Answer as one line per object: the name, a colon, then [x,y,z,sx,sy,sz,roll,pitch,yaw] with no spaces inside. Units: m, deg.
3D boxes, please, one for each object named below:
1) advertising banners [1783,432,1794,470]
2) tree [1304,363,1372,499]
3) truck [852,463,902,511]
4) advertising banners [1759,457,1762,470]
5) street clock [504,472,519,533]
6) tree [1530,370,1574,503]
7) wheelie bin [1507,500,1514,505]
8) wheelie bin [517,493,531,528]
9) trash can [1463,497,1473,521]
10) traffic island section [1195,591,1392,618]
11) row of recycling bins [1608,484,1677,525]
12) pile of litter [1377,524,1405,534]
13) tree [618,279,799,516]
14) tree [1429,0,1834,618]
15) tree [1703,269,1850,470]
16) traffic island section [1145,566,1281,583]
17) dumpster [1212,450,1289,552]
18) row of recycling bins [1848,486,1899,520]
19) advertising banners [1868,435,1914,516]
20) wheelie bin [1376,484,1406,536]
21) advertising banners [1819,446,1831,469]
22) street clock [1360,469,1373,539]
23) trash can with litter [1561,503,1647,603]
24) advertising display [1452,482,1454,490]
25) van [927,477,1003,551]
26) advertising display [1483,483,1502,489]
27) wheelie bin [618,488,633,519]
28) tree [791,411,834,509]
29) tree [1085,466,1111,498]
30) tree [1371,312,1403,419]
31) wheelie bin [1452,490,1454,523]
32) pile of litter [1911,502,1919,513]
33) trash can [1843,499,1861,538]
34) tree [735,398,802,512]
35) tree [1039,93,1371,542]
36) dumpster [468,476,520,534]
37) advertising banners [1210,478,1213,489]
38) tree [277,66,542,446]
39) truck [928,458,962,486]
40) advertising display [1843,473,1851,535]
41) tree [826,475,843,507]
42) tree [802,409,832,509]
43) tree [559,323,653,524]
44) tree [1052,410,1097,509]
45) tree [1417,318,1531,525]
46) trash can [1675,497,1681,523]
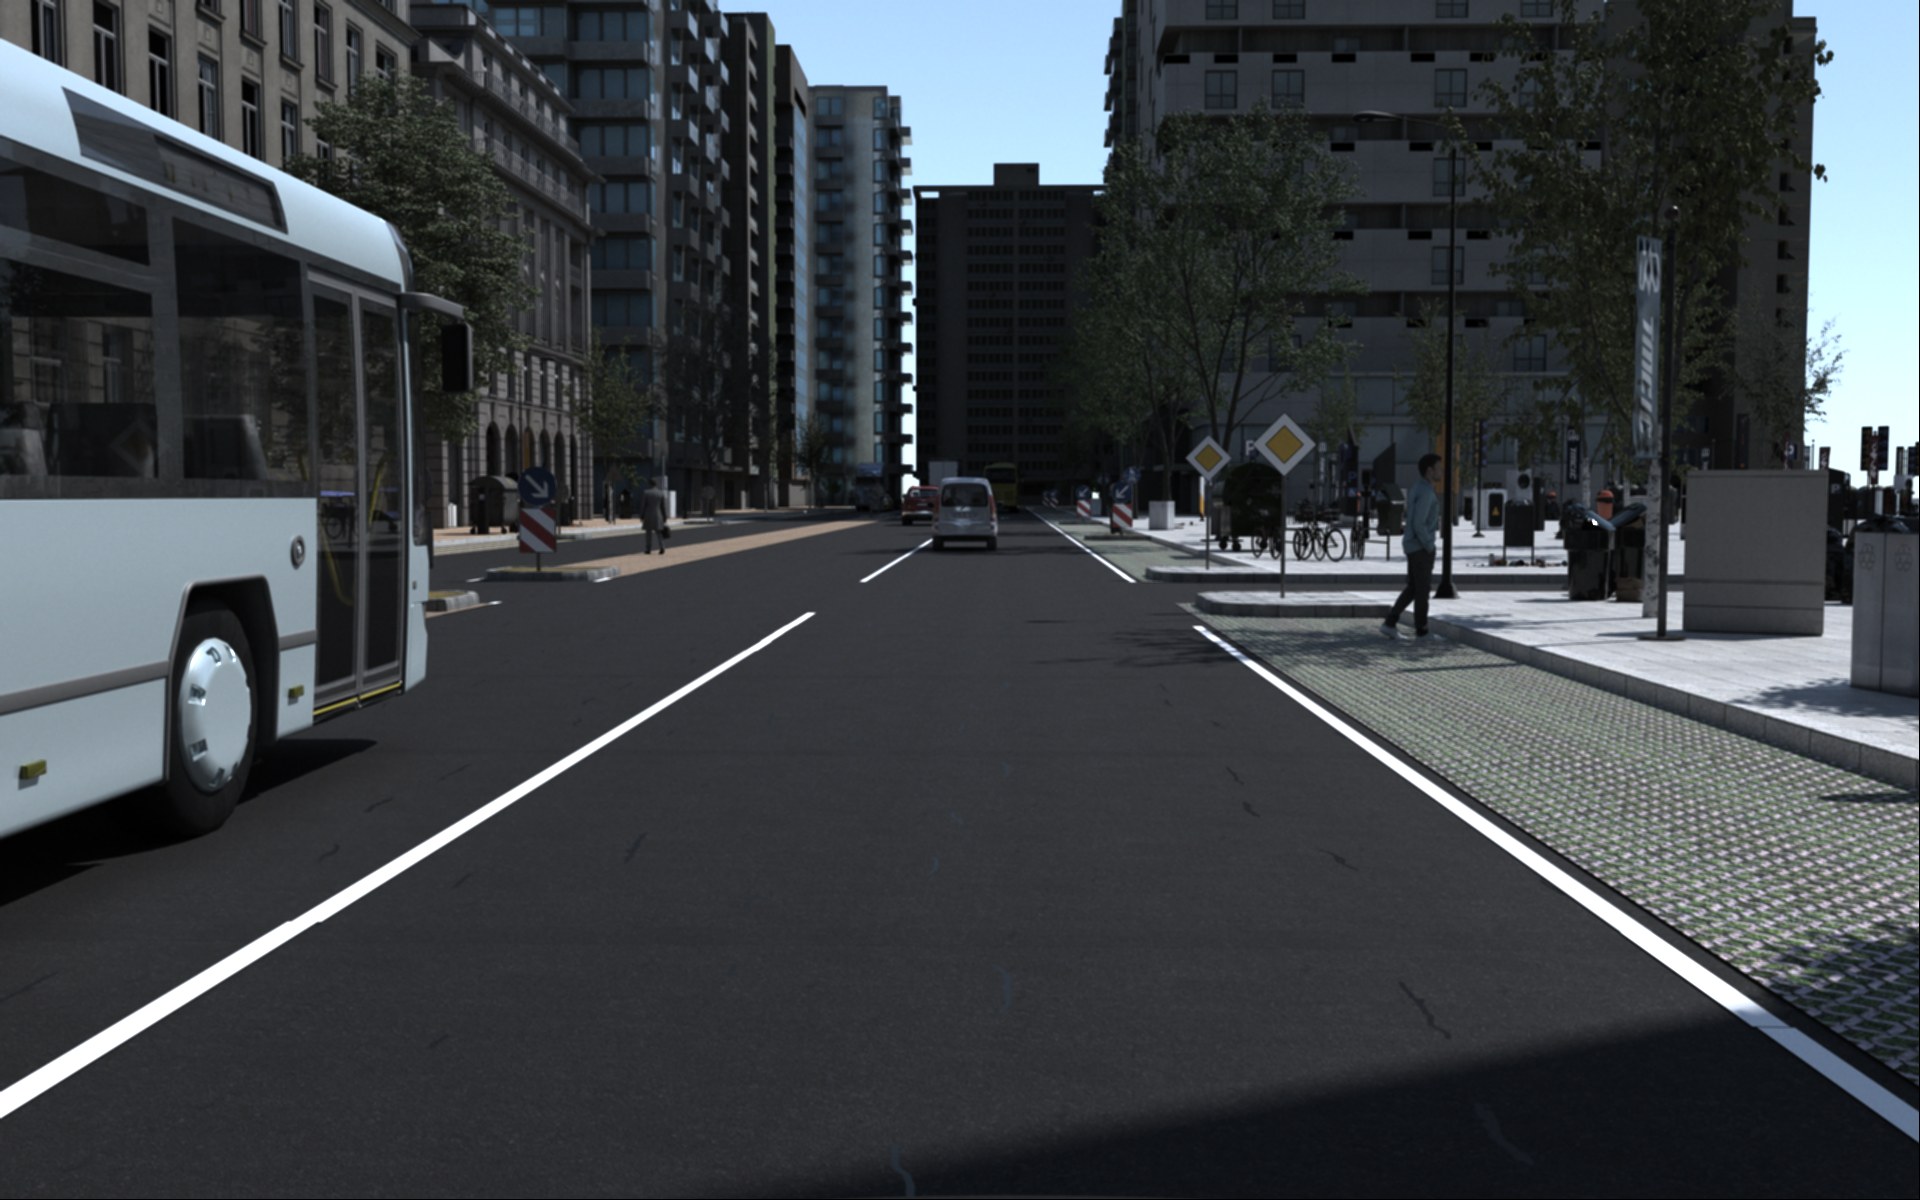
advertising banners: [23.325,-3.195,48.433,0.090,3.025,2.074,1,4,9]
tree: [21.198,-8.989,97.325,4.737,8.622,4.395,0,3,0]
truck: [-7.164,-10.041,153.926,2.967,4.110,18.799,0,4,3]
advertising banners: [37.863,-5.230,81.698,0.090,3.025,2.074,1,4,18]
street clock: [-14.896,-3.244,57.608,0.471,2.002,0.358,-2,4,-32]
tree: [33.423,-9.208,100.909,4.360,8.622,3.978,0,3,0]
wheelie bin: [27.474,-4.832,86.911,0.693,1.594,0.980,2,4,24]
wheelie bin: [-16.654,-3.549,65.942,0.693,1.594,0.980,0,4,-7]
trash can: [24.650,-4.398,83.567,0.748,1.137,0.748,0,3,0]
traffic island section: [3.996,0.056,21.360,2.009,0.180,2.903,0,4,2]
row of recycling bins: [29.123,-4.100,74.145,1.069,1.692,3.534,-2,4,-24]
pile of litter: [14.023,-2.544,55.552,1.719,0.858,1.176,-3,4,-39]
tree: [-14.339,-11.556,99.306,12.009,13.543,11.850,0,3,0]
tree: [7.163,-4.134,17.954,4.737,8.622,4.395,0,3,0]
tree: [26.878,-6.538,57.258,4.360,8.622,3.978,0,3,0]
traffic island section: [4.212,-0.432,29.342,2.009,0.180,2.903,0,4,2]
dumpster: [6.565,-2.242,39.156,1.502,2.255,1.985,0,4,1]
row of recycling bins: [48.098,-5.225,92.544,3.534,1.692,1.069,1,4,17]
advertising banners: [27.087,-3.320,50.465,0.090,3.025,2.074,0,4,-7]
wheelie bin: [13.223,-2.779,53.351,0.980,1.594,0.693,-2,4,-30]
advertising banners: [31.603,-4.184,64.590,0.090,3.025,2.074,-1,4,-18]
street clock: [11.555,-2.734,49.266,0.358,2.002,0.471,1,4,18]
trash can with litter: [7.831,-0.580,20.862,1.055,1.170,0.624,3,5,39]
advertising display: [25.699,-5.222,90.588,0.123,1.923,0.974,1,4,21]
van: [0.129,-2.328,45.080,2.013,2.044,4.112,0,4,0]
advertising display: [29.754,-5.603,96.827,0.974,1.923,0.123,2,4,23]
wheelie bin: [-17.145,-4.952,88.881,0.693,1.594,0.980,0,4,-2]
tree: [-12.881,-12.406,153.205,4.737,8.622,4.395,0,3,0]
tree: [10.072,-7.912,123.957,1.663,3.219,1.824,0,3,0]
tree: [17.895,-6.972,64.360,4.737,8.622,4.395,0,3,0]
wheelie bin: [21.645,-4.197,76.529,0.693,1.594,0.980,1,4,13]
pile of litter: [52.143,-4.908,94.217,1.176,0.858,1.719,1,4,11]
trash can: [25.762,-2.367,50.362,0.748,1.137,0.748,0,3,0]
tree: [-14.110,-10.687,125.087,4.360,8.622,3.978,0,3,0]
tree: [7.037,-7.378,46.382,9.928,11.665,9.643,0,3,0]
dumpster: [-15.030,-3.066,55.889,1.264,1.857,1.865,0,4,2]
advertising banners: [14.845,-6.329,99.662,0.090,3.025,2.074,3,5,42]
tree: [-14.909,-7.858,46.608,7.486,12.596,7.792,0,3,0]
truck: [-1.125,-9.338,141.583,2.839,4.237,11.283,0,4,2]
advertising display: [26.612,-2.915,52.869,0.974,1.923,0.123,2,4,26]
tree: [-12.822,-11.264,178.769,1.663,3.219,1.824,0,3,0]
tree: [-13.104,-12.103,148.254,4.360,8.622,3.978,0,3,0]
tree: [-15.088,-7.590,74.455,4.737,8.622,4.395,0,3,0]
tree: [9.904,-12.313,151.673,4.737,8.622,4.395,0,3,0]
tree: [21.226,-7.447,72.114,4.360,8.622,3.978,0,3,0]
trash can: [31.916,-4.037,77.652,0.748,1.137,0.748,0,3,0]
